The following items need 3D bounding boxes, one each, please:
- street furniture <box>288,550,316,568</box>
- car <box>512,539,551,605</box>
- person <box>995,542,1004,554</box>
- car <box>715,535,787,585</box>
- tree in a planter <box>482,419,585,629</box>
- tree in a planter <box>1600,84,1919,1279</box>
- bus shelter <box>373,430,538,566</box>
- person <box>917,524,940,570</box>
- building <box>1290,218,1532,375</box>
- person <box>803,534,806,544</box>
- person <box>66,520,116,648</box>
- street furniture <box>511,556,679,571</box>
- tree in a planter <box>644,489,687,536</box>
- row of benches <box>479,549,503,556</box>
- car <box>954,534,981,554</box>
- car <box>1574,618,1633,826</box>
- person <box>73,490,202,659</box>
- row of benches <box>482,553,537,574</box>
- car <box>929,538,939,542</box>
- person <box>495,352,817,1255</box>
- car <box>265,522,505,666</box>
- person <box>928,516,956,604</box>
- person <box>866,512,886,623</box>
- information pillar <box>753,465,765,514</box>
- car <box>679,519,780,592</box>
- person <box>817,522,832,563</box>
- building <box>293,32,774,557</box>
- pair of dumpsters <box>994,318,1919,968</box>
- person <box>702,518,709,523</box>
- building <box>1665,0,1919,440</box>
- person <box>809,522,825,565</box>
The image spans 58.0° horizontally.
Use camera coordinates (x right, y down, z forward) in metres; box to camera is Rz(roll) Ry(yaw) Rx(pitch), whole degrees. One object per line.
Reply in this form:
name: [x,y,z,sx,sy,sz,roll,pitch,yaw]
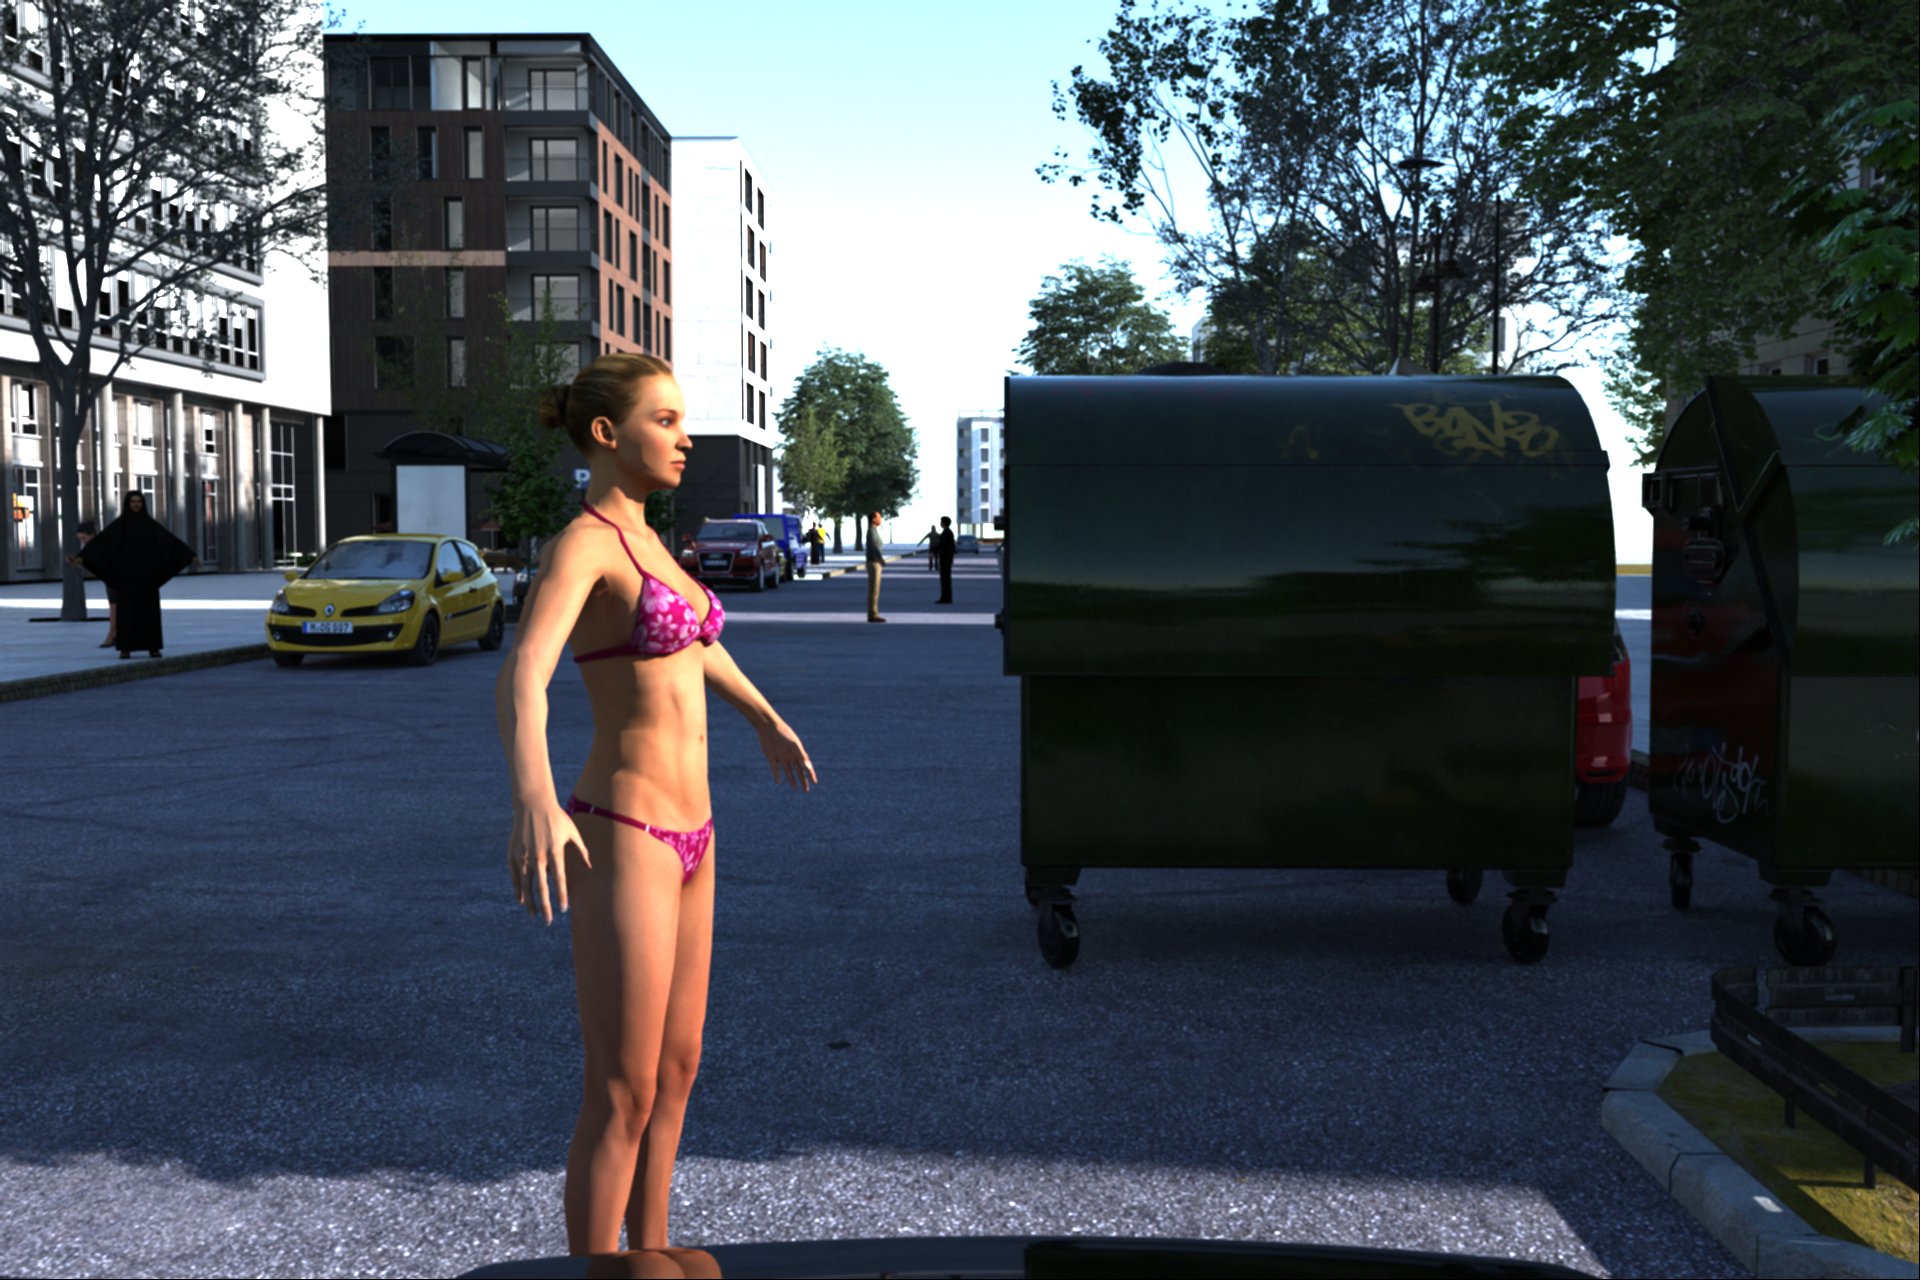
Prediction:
street furniture: [-29.071,-3.160,67.288,10.072,0.657,5.734,-1,4,-15]
car: [-6.594,-1.265,30.464,2.009,1.686,4.222,0,4,1]
person: [1.607,-2.418,48.121,1.348,1.813,0.705,-2,4,-29]
car: [-6.011,-2.415,49.715,2.015,1.641,3.980,0,4,1]
tree in a planter: [-6.722,-1.817,26.935,1.991,3.239,1.994,0,4,2]
tree in a planter: [2.535,-0.396,3.692,1.991,3.239,1.994,0,4,1]
bus shelter: [-10.365,-2.600,36.438,2.014,3.302,5.546,0,4,1]
person: [-1.029,-3.650,68.260,1.348,1.813,0.705,1,4,8]
building: [26.315,-15.548,110.631,16.016,20.090,11.380,0,4,1]
person: [-6.444,-3.713,67.436,0.721,1.740,1.216,3,5,44]
person: [-9.712,-0.633,19.585,0.628,1.438,0.799,-1,4,-21]
street furniture: [-12.859,-2.908,63.170,5.734,0.657,10.072,0,4,3]
tree in a planter: [-6.581,-2.333,35.371,1.991,3.239,1.994,0,4,1]
row of benches: [-20.354,-3.294,69.322,4.104,0.672,1.422,-2,4,-28]
car: [0.457,-6.794,123.092,2.014,1.417,4.499,0,4,0]
car: [2.348,-0.058,9.992,2.155,1.783,4.494,0,4,1]
person: [-8.480,-0.678,17.871,1.214,1.737,0.721,-2,4,-32]
row of benches: [-15.082,-2.534,56.902,4.104,0.672,1.422,2,4,24]
car: [-1.411,-7.637,134.651,2.009,1.686,4.222,0,4,1]
person: [-0.471,0.388,2.916,0.721,1.733,1.217,1,4,11]
car: [-6.564,-0.598,20.009,2.015,1.641,3.980,0,4,1]
person: [-0.324,-1.659,35.770,0.705,1.806,1.347,1,4,19]
person: [-1.370,-1.190,28.184,0.705,1.796,1.348,0,4,-6]
information pillar: [-6.871,-4.158,59.294,0.184,3.620,1.656,0,4,1]
car: [-5.845,-2.179,44.294,2.281,1.827,5.304,0,4,1]
person: [-6.214,-4.332,76.792,1.349,1.833,0.705,-3,4,-39]
building: [-25.360,-14.891,87.437,27.936,21.610,32.646,0,4,1]
pair of dumpsters: [2.338,-0.073,6.147,4.436,2.255,1.574,0,4,1]
person: [-8.882,-3.361,60.739,0.705,1.856,1.354,0,4,-4]
building: [26.402,-14.791,39.090,12.463,27.353,25.104,0,4,1]
person: [-6.076,-4.050,72.448,0.704,1.802,1.346,2,4,27]
